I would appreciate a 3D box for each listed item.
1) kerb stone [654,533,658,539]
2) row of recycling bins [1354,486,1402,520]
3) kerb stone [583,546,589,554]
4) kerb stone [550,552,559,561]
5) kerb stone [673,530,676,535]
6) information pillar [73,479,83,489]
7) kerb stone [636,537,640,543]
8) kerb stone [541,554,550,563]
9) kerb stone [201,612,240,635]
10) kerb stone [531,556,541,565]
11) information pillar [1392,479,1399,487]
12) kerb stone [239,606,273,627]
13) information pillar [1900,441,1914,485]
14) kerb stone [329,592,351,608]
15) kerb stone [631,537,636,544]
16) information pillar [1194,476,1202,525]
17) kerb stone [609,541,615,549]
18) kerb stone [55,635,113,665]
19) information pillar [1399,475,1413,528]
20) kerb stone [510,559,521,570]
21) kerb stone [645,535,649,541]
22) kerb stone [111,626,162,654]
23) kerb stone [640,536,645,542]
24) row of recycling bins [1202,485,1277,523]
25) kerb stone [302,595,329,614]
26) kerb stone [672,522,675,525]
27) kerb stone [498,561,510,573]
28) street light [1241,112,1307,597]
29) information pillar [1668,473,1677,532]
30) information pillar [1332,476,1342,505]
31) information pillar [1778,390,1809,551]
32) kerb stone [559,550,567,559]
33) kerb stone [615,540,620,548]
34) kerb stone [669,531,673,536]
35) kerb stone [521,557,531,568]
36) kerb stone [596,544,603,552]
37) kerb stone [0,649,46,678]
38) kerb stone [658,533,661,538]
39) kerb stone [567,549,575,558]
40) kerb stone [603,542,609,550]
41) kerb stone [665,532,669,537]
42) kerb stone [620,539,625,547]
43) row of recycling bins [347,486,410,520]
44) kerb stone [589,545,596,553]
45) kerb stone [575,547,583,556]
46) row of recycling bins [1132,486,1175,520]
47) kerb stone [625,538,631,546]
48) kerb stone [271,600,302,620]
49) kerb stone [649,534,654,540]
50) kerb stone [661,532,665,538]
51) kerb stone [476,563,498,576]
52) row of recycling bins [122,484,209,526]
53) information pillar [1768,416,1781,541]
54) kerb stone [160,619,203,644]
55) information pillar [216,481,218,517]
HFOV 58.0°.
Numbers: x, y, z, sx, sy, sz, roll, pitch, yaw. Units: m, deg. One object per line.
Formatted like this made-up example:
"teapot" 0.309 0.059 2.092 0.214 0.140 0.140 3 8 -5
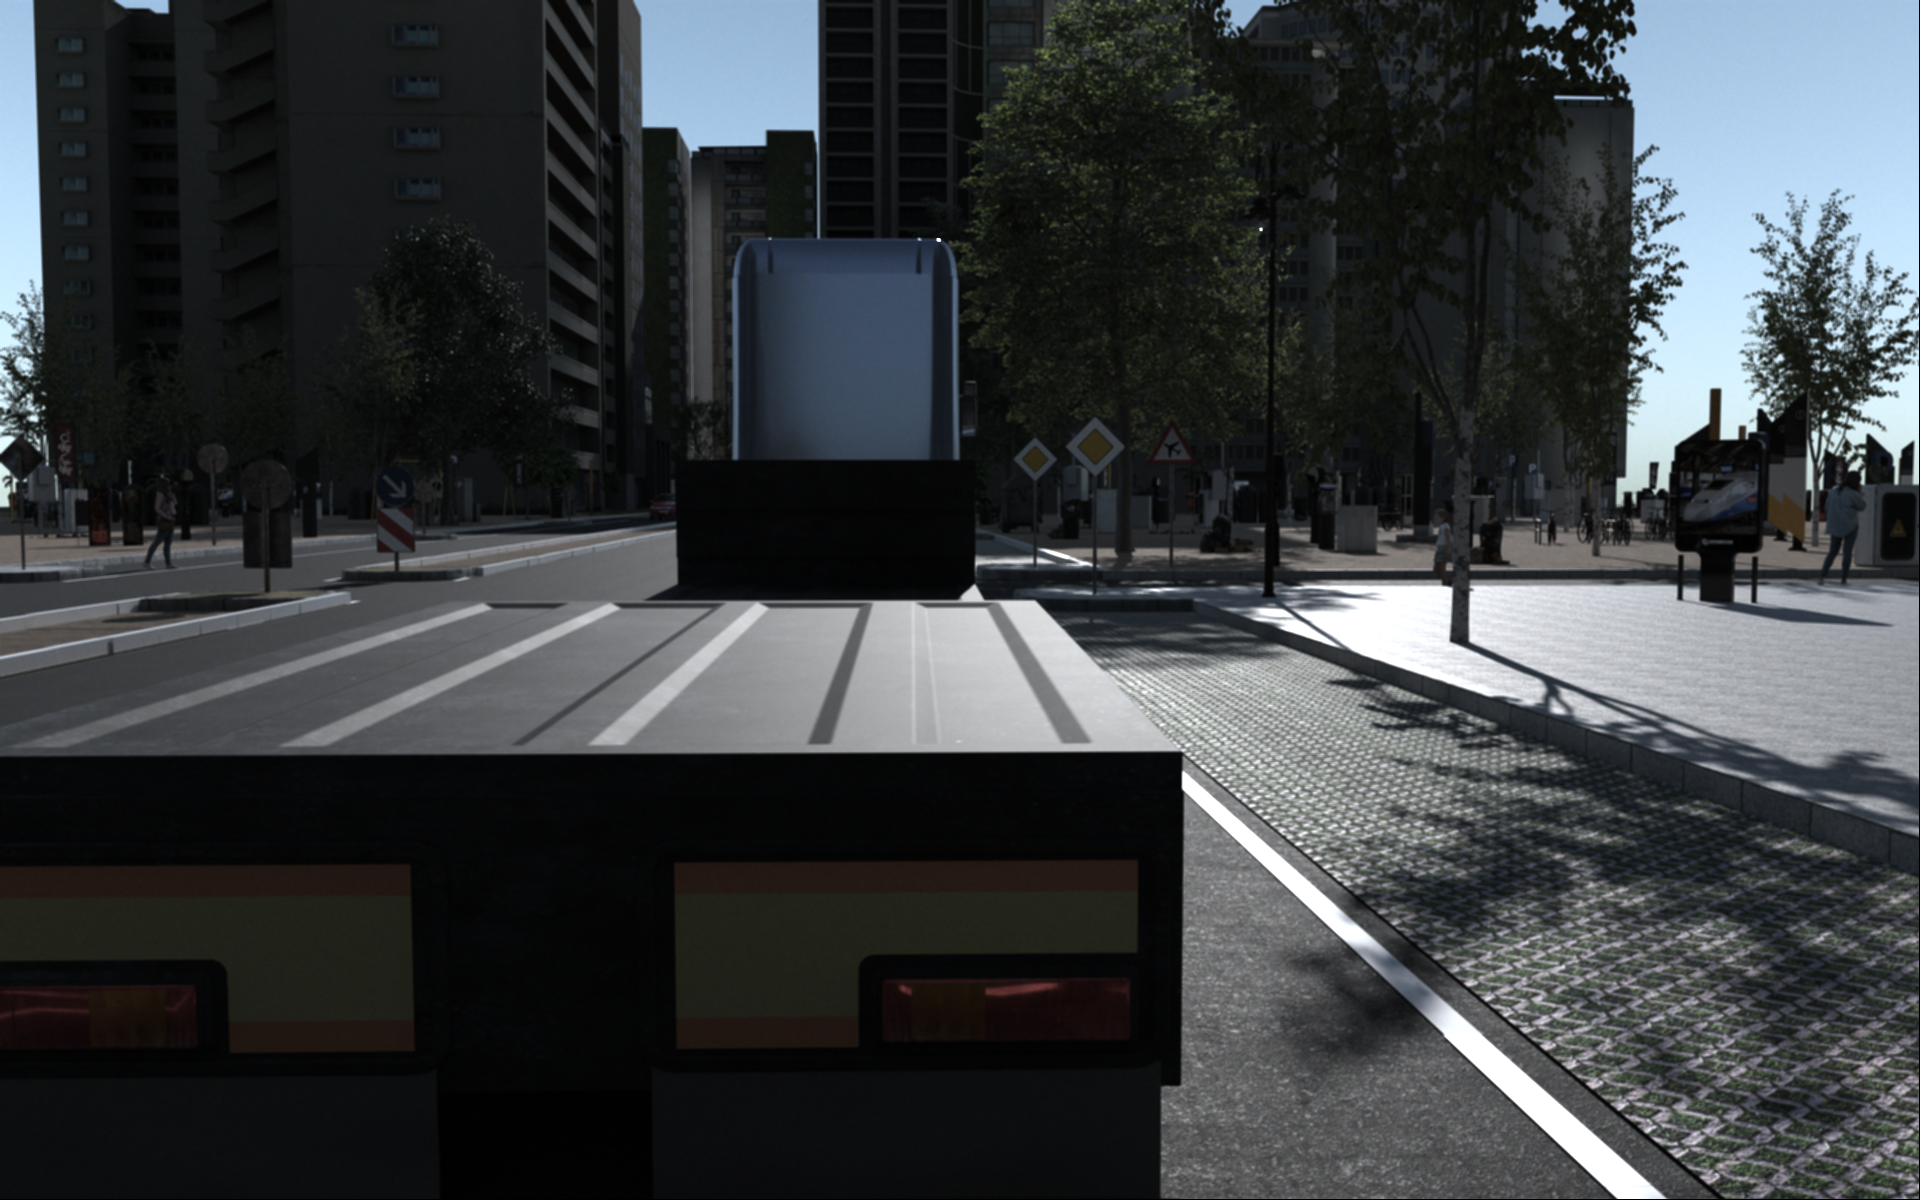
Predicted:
"kerb stone" -9.702 -1.971 54.425 0.120 0.150 1.000 0 4 -3
"row of recycling bins" 20.769 -4.750 84.776 3.534 1.692 1.069 -2 4 -33
"kerb stone" -8.999 -1.157 41.116 0.120 0.150 1.000 0 4 -3
"kerb stone" -8.774 -0.906 37.010 0.120 0.150 1.000 0 4 -3
"kerb stone" -9.976 -2.276 59.555 0.120 0.150 1.000 0 4 -3
"information pillar" -42.223 -4.798 82.937 0.304 2.012 0.304 0 4 7
"kerb stone" -9.493 -1.717 50.332 0.120 0.150 1.000 0 4 -3
"kerb stone" -8.718 -0.835 35.990 0.120 0.150 1.000 0 4 -3
"kerb stone" -7.771 0.255 18.037 0.120 0.150 1.000 0 4 -3
"kerb stone" -8.667 -0.781 34.965 0.120 0.150 1.000 0 4 -3
"information pillar" 21.933 -5.052 87.099 0.304 2.012 0.304 -1 4 -13
"kerb stone" -7.825 0.192 19.057 0.120 0.150 1.000 0 4 -3
"information pillar" 41.286 -5.147 75.501 0.504 3.616 0.183 1 4 18
"kerb stone" -7.994 0.006 22.124 0.120 0.150 1.000 0 4 -3
"kerb stone" -9.437 -1.658 49.311 0.120 0.150 1.000 0 4 -3
"information pillar" 9.752 -4.064 70.933 0.304 2.012 0.304 1 4 14
"kerb stone" -9.218 -1.407 45.202 0.120 0.150 1.000 0 4 -3
"kerb stone" -7.618 0.443 14.956 0.120 0.150 1.000 0 4 -3
"information pillar" 16.894 -3.730 65.483 0.304 2.012 0.304 -1 4 -15
"kerb stone" -8.564 -0.656 32.923 0.120 0.150 1.000 0 4 -3
"kerb stone" -9.596 -1.844 52.384 0.120 0.150 1.000 0 4 -3
"kerb stone" -7.659 0.380 15.985 0.120 0.150 1.000 0 4 -3
"kerb stone" -9.540 -1.784 51.358 0.120 0.150 1.000 0 4 -3
"row of recycling bins" 12.358 -4.289 77.235 3.534 1.692 1.069 0 4 8
"kerb stone" -7.934 0.067 21.104 0.120 0.150 1.000 0 4 -3
"kerb stone" -13.054 -3.404 77.846 0.120 0.150 1.000 0 4 -3
"kerb stone" -8.504 -0.590 31.891 0.120 0.150 1.000 0 4 -3
"street light" 3.851 -2.975 21.423 0.468 5.910 1.993 0 4 -3
"information pillar" 24.465 -3.355 59.339 0.304 2.012 0.304 2 4 33
"information pillar" 15.344 -4.040 70.545 0.304 2.012 0.304 2 4 31
"information pillar" 18.919 -2.926 39.197 0.504 3.616 0.183 3 5 44
"kerb stone" -8.843 -0.969 38.039 0.120 0.150 1.000 0 4 -3
"kerb stone" -9.272 -1.470 46.226 0.120 0.150 1.000 0 4 -3
"kerb stone" -9.918 -2.223 58.533 0.120 0.150 1.000 0 4 -3
"kerb stone" -8.622 -0.719 33.944 0.120 0.150 1.000 0 4 -3
"kerb stone" -9.098 -1.282 43.161 0.120 0.150 1.000 0 4 -3
"kerb stone" -7.554 0.508 13.936 0.120 0.150 1.000 0 4 -3
"kerb stone" -9.763 -2.034 55.446 0.120 0.150 1.000 0 4 -3
"kerb stone" -8.896 -1.027 39.063 0.120 0.150 1.000 0 4 -3
"kerb stone" -9.158 -1.343 44.182 0.120 0.150 1.000 0 4 -3
"kerb stone" -9.868 -2.157 57.512 0.120 0.150 1.000 0 4 -3
"kerb stone" -9.332 -1.532 47.246 0.120 0.150 1.000 0 4 -3
"row of recycling bins" -29.477 -4.949 88.024 1.069 1.692 3.534 2 4 34
"kerb stone" -9.054 -1.215 42.137 0.120 0.150 1.000 0 4 -3
"kerb stone" -8.941 -1.095 40.094 0.120 0.150 1.000 0 4 -3
"row of recycling bins" 9.159 -4.780 85.264 1.069 1.692 3.534 -3 5 -44
"kerb stone" -9.376 -1.595 48.278 0.120 0.150 1.000 0 4 -3
"kerb stone" -7.881 0.130 20.078 0.120 0.150 1.000 0 4 -3
"kerb stone" -9.652 -1.907 53.405 0.120 0.150 1.000 0 4 -3
"kerb stone" -9.818 -2.097 56.477 0.120 0.150 1.000 0 4 -3
"kerb stone" -8.447 -0.531 30.870 0.120 0.150 1.000 0 4 -3
"row of recycling bins" -32.176 -3.864 70.281 1.069 1.692 3.534 2 4 35
"information pillar" 22.459 -3.434 47.494 0.504 3.616 0.183 2 4 26
"kerb stone" -7.717 0.317 17.012 0.120 0.150 1.000 0 4 -3
"information pillar" -40.428 -5.462 93.798 0.304 2.012 0.304 0 4 8
